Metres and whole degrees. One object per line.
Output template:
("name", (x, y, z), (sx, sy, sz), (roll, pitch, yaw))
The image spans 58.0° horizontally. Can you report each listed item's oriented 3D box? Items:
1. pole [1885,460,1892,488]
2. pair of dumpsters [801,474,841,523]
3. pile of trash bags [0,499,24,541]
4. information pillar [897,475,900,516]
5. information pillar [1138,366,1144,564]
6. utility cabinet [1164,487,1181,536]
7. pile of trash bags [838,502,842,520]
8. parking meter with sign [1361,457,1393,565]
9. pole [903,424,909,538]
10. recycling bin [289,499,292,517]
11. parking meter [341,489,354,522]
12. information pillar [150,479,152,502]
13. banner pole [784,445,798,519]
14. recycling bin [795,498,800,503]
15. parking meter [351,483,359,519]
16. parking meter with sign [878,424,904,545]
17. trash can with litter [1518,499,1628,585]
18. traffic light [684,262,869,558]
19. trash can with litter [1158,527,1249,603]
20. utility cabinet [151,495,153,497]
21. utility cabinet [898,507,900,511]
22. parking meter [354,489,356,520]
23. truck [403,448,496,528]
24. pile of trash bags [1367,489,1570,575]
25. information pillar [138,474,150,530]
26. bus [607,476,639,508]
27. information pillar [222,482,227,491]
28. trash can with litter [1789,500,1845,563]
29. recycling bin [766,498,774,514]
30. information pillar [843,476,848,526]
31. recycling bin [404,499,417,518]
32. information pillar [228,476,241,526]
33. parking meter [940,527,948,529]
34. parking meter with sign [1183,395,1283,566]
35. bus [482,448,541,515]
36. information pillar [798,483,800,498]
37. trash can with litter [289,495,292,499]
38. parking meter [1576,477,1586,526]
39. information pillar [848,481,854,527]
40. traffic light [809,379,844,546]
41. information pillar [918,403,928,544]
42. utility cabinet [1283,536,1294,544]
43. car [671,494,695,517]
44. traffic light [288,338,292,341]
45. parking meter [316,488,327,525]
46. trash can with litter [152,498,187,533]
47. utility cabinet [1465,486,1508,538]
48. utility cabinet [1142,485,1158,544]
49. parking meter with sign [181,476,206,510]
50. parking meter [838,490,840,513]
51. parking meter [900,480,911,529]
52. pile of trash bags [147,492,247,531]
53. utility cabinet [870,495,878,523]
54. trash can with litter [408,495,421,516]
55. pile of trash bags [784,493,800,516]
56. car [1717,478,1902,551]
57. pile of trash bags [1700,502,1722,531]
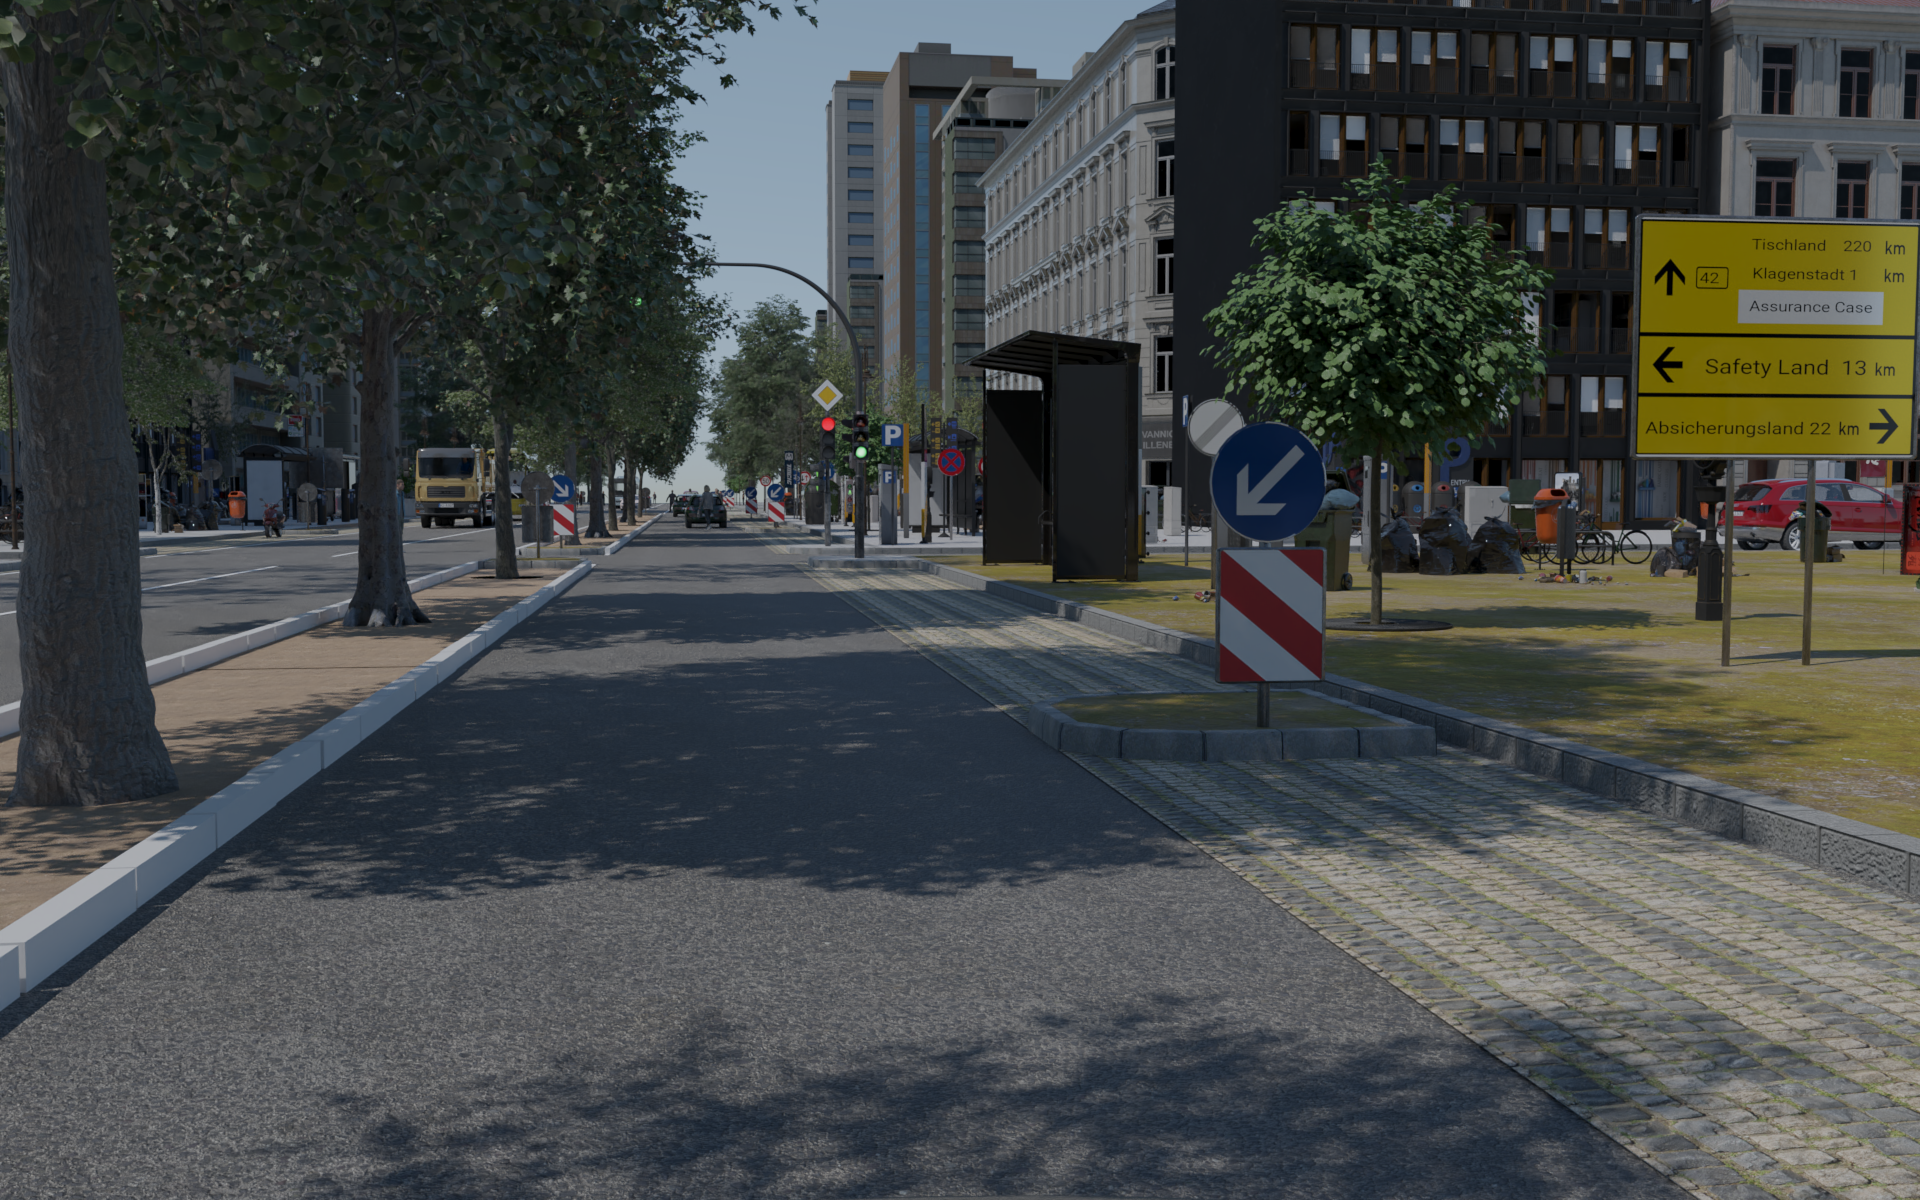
("pole", (28.712, -3.653, 53.574), (0.158, 3.312, 0.155), (0, 3, 0))
("pair of dumpsters", (-6.345, -4.704, 79.397), (1.574, 2.255, 4.437), (-1, 4, -9))
("pile of trash bags", (-25.999, -2.391, 48.844), (1.912, 1.369, 3.447), (2, 4, 32))
("information pillar", (-3.572, -6.602, 99.296), (0.183, 3.616, 0.504), (-1, 4, -20))
("information pillar", (3.177, -2.489, 32.044), (0.183, 3.616, 0.504), (-3, 5, -40))
("utility cabinet", (6.542, -2.726, 53.246), (0.318, 1.500, 1.173), (0, 4, -5))
("pile of trash bags", (-4.994, -4.653, 85.834), (1.912, 1.369, 3.447), (-1, 4, -11))
("parking meter with sign", (7.624, -2.154, 31.480), (0.543, 3.016, 1.738), (0, 4, 2))
("pole", (-1.557, -3.444, 50.145), (0.158, 3.312, 0.155), (0, 3, 0))
("recycling bin", (-37.788, -5.189, 97.390), (0.722, 1.027, 0.722), (2, 4, 24))
("parking meter", (-28.123, -4.333, 79.257), (0.372, 1.533, 0.369), (0, 3, 0))
("information pillar", (-39.256, -4.842, 83.661), (0.304, 2.012, 0.304), (-3, 5, -43))
("banner pole", (-8.513, -5.989, 87.943), (0.863, 3.779, 0.401), (-1, 4, -13))
("recycling bin", (-10.672, -6.220, 114.259), (0.722, 1.027, 0.722), (-2, 4, -29))
("parking meter", (-31.481, -5.168, 90.211), (0.399, 1.863, 0.255), (3, 5, 39))
("parking meter with sign", (-1.809, -2.925, 44.086), (0.543, 3.016, 1.738), (-1, 4, -9))
("trash can with litter", (9.121, -0.884, 25.512), (1.678, 1.210, 2.233), (2, 4, 31))
("traffic light", (-4.093, -3.634, 34.080), (4.771, 5.953, 1.251), (-1, 4, -9))
("trash can with litter", (3.385, -0.602, 20.896), (1.678, 1.210, 2.233), (0, 4, -2))
("utility cabinet", (-39.376, -4.489, 84.555), (0.306, 1.237, 1.020), (-3, 4, -39))
("utility cabinet", (-4.387, -6.217, 110.326), (1.173, 1.500, 0.318), (1, 4, 13))
("parking meter", (-30.241, -4.748, 86.048), (0.372, 1.533, 0.369), (0, 3, 0))
("truck", (-21.819, -4.849, 75.201), (3.469, 3.379, 9.791), (-1, 4, -10))
("pile of trash bags", (8.563, -1.147, 28.504), (3.447, 1.369, 1.912), (-1, 4, -21))
("information pillar", (-29.656, -3.560, 62.694), (0.304, 2.012, 0.304), (3, 5, 44))
("bus", (-33.237, -10.832, 171.956), (2.948, 3.499, 13.247), (-1, 4, -9))
("information pillar", (-46.237, -6.396, 109.061), (0.304, 2.012, 0.304), (2, 4, 25))
("trash can with litter", (16.168, -1.298, 32.615), (1.055, 1.170, 0.624), (-2, 4, -34))
("recycling bin", (-12.308, -6.215, 114.168), (0.722, 1.027, 0.722), (-3, 5, -44))
("information pillar", (-4.501, -4.720, 68.530), (0.183, 3.616, 0.504), (-1, 4, -10))
("recycling bin", (-30.329, -5.051, 95.130), (0.722, 1.027, 0.722), (-3, 4, -38))
("information pillar", (-29.482, -4.035, 70.469), (0.304, 2.012, 0.304), (2, 4, 30))
("parking meter", (-0.614, -3.596, 64.498), (0.399, 1.863, 0.255), (-3, 5, -41))
("parking meter with sign", (4.858, -2.111, 30.780), (1.738, 3.016, 0.543), (0, 4, -2))
("bus", (-24.795, -6.361, 95.549), (2.896, 3.916, 12.252), (-1, 4, -10))
("information pillar", (-10.786, -6.876, 116.912), (0.304, 2.012, 0.304), (-1, 4, -16))
("trash can with litter", (-40.984, -5.864, 106.925), (1.678, 1.210, 2.233), (1, 4, 16))
("parking meter", (21.171, -3.277, 59.291), (0.399, 1.863, 0.255), (0, 4, 5))
("information pillar", (-4.081, -4.639, 67.204), (0.183, 3.616, 0.504), (1, 4, 11))
("traffic light", (-3.264, -3.273, 42.431), (0.839, 4.253, 0.868), (-1, 4, -9))
("information pillar", (-0.932, -3.277, 44.941), (0.183, 3.616, 0.504), (0, 4, 6))
("utility cabinet", (8.240, -2.164, 44.068), (1.173, 1.500, 0.318), (-3, 5, -44))
("car", (-17.196, -6.074, 109.103), (2.009, 1.686, 4.222), (0, 4, -8))
("traffic light", (-17.772, -4.009, 40.208), (4.771, 5.953, 1.251), (-1, 4, -9))
("parking meter", (-26.252, -3.842, 71.222), (0.372, 1.533, 0.369), (0, 3, 0))
("trash can with litter", (-26.004, -2.788, 56.964), (1.055, 1.170, 0.624), (-1, 4, -20))
("utility cabinet", (15.163, -2.520, 49.889), (1.173, 1.500, 0.318), (-1, 4, -8))
("utility cabinet", (4.475, -2.158, 43.970), (1.173, 1.500, 0.318), (-2, 4, -32))
("parking meter with sign", (-32.629, -4.750, 73.926), (0.543, 3.016, 1.738), (1, 4, 22))
("parking meter", (-7.451, -5.917, 105.158), (0.372, 1.533, 0.369), (0, 3, 0))
("parking meter", (-2.021, -3.579, 64.231), (0.399, 1.863, 0.255), (3, 5, 39))
("pile of trash bags", (-26.522, -3.116, 60.699), (3.447, 1.369, 1.912), (1, 4, 14))
("utility cabinet", (-3.964, -4.100, 78.199), (0.306, 1.237, 1.020), (-1, 4, -18))
("trash can with litter", (-32.179, -5.467, 100.446), (2.233, 1.210, 1.678), (-2, 4, -33))
("pile of trash bags", (-9.583, -5.682, 102.654), (1.912, 1.369, 3.447), (-2, 4, -32))
("car", (21.246, -2.051, 42.208), (5.304, 1.827, 2.281), (-1, 4, -9))
("pile of trash bags", (26.490, -3.003, 58.844), (3.447, 1.369, 1.912), (-2, 4, -24))
